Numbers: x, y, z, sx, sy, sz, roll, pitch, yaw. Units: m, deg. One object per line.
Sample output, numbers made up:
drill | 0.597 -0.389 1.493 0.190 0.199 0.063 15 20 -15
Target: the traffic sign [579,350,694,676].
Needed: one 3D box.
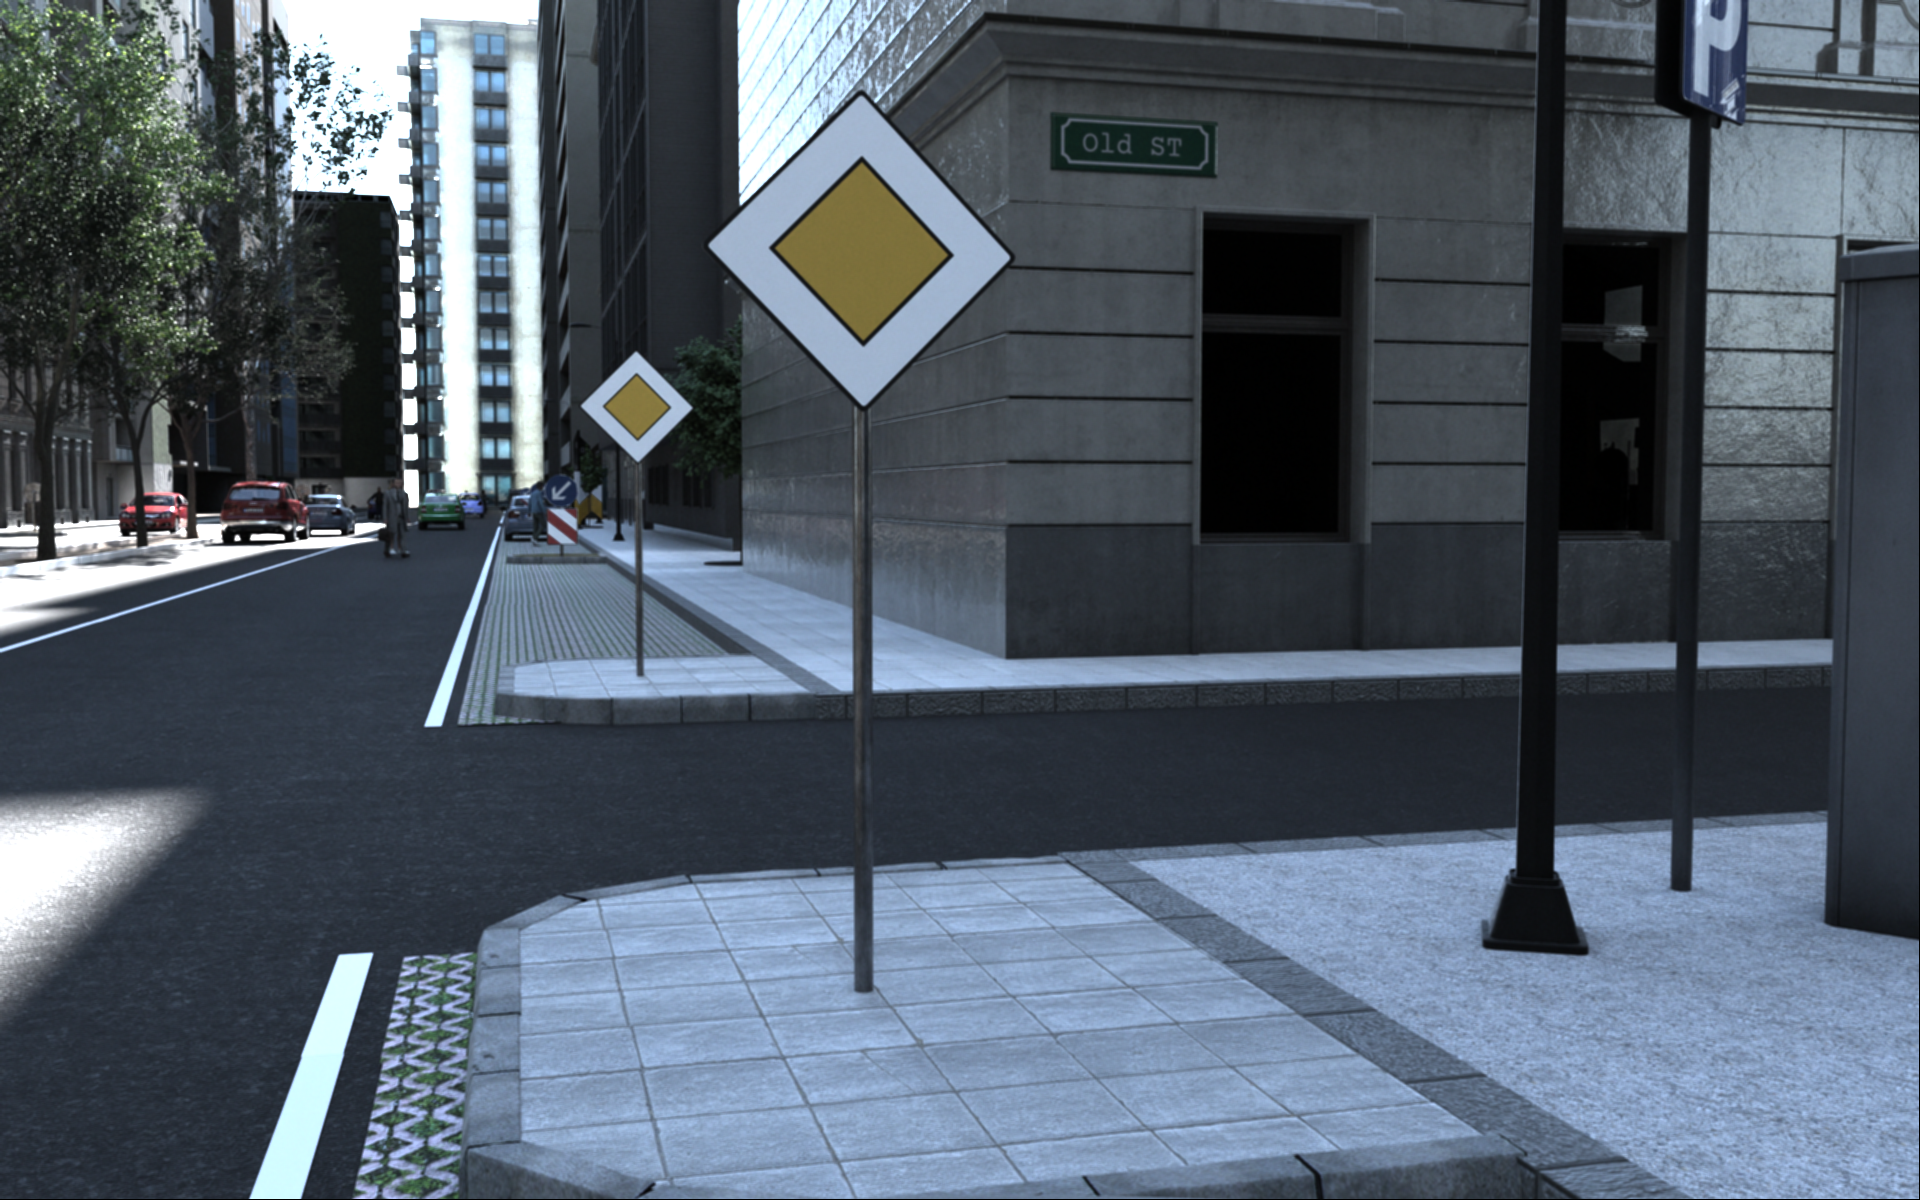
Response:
traffic sign | -2.257 -0.520 12.145 0.795 2.450 0.064 -1 4 -14

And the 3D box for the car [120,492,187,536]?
car | -28.272 -3.179 61.014 2.155 1.783 4.494 -1 4 -14

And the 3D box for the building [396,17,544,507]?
building | -41.270 -34.138 177.764 30.456 49.044 23.786 -1 4 -14

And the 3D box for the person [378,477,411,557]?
person | -12.759 -1.870 39.178 0.694 1.812 0.767 -3 5 -44

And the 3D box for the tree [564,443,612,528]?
tree | -14.251 -4.358 65.860 1.663 3.219 1.824 0 3 0

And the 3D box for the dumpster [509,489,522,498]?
dumpster | -37.429 -8.506 147.281 1.865 1.857 1.264 -1 4 -15

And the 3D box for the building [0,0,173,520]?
building | -47.935 -24.537 84.779 14.154 41.232 14.086 -1 4 -14

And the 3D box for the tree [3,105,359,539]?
tree | -24.314 -8.663 54.462 12.009 13.543 11.850 0 3 0

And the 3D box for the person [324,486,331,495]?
person | -28.383 -4.219 77.662 0.709 1.800 0.728 3 4 37

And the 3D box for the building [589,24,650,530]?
building | -8.974 -16.963 74.616 12.463 27.353 25.104 -1 4 -14

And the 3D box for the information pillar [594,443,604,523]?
information pillar | -15.883 -5.163 75.768 0.504 3.616 0.183 0 4 3

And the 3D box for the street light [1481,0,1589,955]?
street light | 1.122 -1.965 4.671 1.470 5.913 1.316 -1 4 -14

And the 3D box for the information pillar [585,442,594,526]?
information pillar | -15.191 -4.814 70.070 0.504 3.616 0.183 -3 5 -40

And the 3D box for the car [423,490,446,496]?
car | -44.982 -8.574 148.864 2.281 1.827 5.304 -1 4 -16

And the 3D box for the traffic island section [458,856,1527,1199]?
traffic island section | -0.231 1.088 4.498 2.009 0.180 2.903 -1 4 -14

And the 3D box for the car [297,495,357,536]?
car | -22.115 -2.956 60.328 2.014 1.417 4.499 -1 4 -15

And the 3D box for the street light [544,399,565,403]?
street light | -19.713 -6.892 85.224 1.470 5.913 1.316 -1 4 -14

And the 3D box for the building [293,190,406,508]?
building | -61.522 -24.219 167.676 14.107 30.474 14.160 -1 4 -14

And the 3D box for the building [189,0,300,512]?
building | -63.942 -30.244 144.596 14.200 45.320 14.600 -1 4 -14

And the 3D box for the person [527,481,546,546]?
person | -11.542 -2.347 47.223 0.444 1.785 0.601 -3 5 -40

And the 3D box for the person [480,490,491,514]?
person | -34.390 -7.096 125.239 0.721 1.735 1.217 2 4 33

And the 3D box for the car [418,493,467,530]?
car | -21.242 -3.805 71.013 1.959 1.807 4.718 -1 4 -15

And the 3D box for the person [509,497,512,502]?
person | -19.368 -3.814 75.145 0.394 1.301 0.425 -1 4 -17

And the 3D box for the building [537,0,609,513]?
building | -25.263 -32.202 150.201 21.300 48.544 21.600 -1 4 -14

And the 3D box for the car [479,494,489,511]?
car | -40.522 -8.143 145.145 2.014 1.417 4.499 -1 4 -14

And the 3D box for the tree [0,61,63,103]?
tree | -17.203 -5.542 27.489 8.767 10.594 7.601 -1 4 -14

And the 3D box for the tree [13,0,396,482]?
tree | -28.383 -12.701 66.003 12.611 20.169 13.585 0 3 0

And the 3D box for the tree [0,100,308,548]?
tree | -21.342 -6.620 45.107 8.767 10.594 7.601 -1 4 -14

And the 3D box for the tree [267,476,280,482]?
tree | -55.149 -8.806 138.580 1.663 3.219 1.824 0 3 0

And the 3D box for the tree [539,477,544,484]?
tree | -38.455 -10.151 160.571 1.663 3.219 1.824 0 3 0

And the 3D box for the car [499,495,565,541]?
car | -13.253 -2.553 53.747 2.014 1.417 4.499 -1 4 -14

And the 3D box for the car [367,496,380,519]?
car | -33.634 -5.418 101.157 1.945 1.354 3.894 -1 4 -16

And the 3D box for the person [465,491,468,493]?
person | -44.435 -8.947 155.576 0.721 1.735 1.217 1 4 12

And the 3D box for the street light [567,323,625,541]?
street light | -9.900 -4.571 47.279 1.470 5.913 1.316 -1 4 -14

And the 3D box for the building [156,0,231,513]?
building | -60.275 -31.403 102.673 28.713 52.752 27.495 -1 4 -14

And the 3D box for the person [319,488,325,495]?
person | -33.753 -5.054 91.795 0.551 1.740 0.621 -2 4 -23

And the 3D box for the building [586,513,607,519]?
building | -12.648 -29.257 102.047 21.300 48.544 21.600 -1 4 -14

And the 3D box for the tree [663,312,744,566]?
tree | -4.004 -2.931 31.635 4.285 4.588 4.351 0 3 0

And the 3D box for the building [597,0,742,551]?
building | -2.906 -15.730 50.691 14.314 27.812 24.014 -1 4 -14

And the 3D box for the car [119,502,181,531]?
car | -31.480 -3.351 67.363 1.945 1.354 3.894 -1 4 -14

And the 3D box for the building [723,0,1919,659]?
building | 19.127 -15.235 25.503 44.131 29.872 17.030 -1 4 -14

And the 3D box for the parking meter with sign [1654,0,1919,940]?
parking meter with sign | 2.942 -0.532 4.963 1.738 3.016 0.543 3 5 43

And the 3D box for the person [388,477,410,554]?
person | -13.486 -2.018 41.463 0.573 1.828 0.580 0 4 -1

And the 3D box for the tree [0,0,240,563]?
tree | -19.131 -6.598 36.098 9.928 11.665 9.643 0 3 0

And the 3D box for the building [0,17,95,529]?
building | -40.528 -13.268 66.089 9.793 20.994 18.267 -1 4 -14

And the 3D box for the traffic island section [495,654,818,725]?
traffic island section | -2.236 0.615 12.228 2.009 0.180 2.903 -1 4 -14

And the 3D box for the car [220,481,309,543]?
car | -21.027 -2.680 52.499 2.281 1.827 5.304 -1 4 -14

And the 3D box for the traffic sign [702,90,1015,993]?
traffic sign | -0.252 -0.047 4.415 0.795 2.450 0.064 -1 4 -14

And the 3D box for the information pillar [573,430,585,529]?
information pillar | -14.004 -4.405 63.373 0.183 3.616 0.504 -2 4 -31

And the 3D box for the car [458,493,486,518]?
car | -29.733 -5.832 104.948 1.945 1.707 3.694 -1 4 -15

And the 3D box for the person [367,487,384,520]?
person | -32.060 -5.328 95.640 1.348 1.821 0.705 -1 4 -23

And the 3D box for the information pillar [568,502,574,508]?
information pillar | -15.890 -4.074 71.102 0.304 2.012 0.304 -2 4 -29
